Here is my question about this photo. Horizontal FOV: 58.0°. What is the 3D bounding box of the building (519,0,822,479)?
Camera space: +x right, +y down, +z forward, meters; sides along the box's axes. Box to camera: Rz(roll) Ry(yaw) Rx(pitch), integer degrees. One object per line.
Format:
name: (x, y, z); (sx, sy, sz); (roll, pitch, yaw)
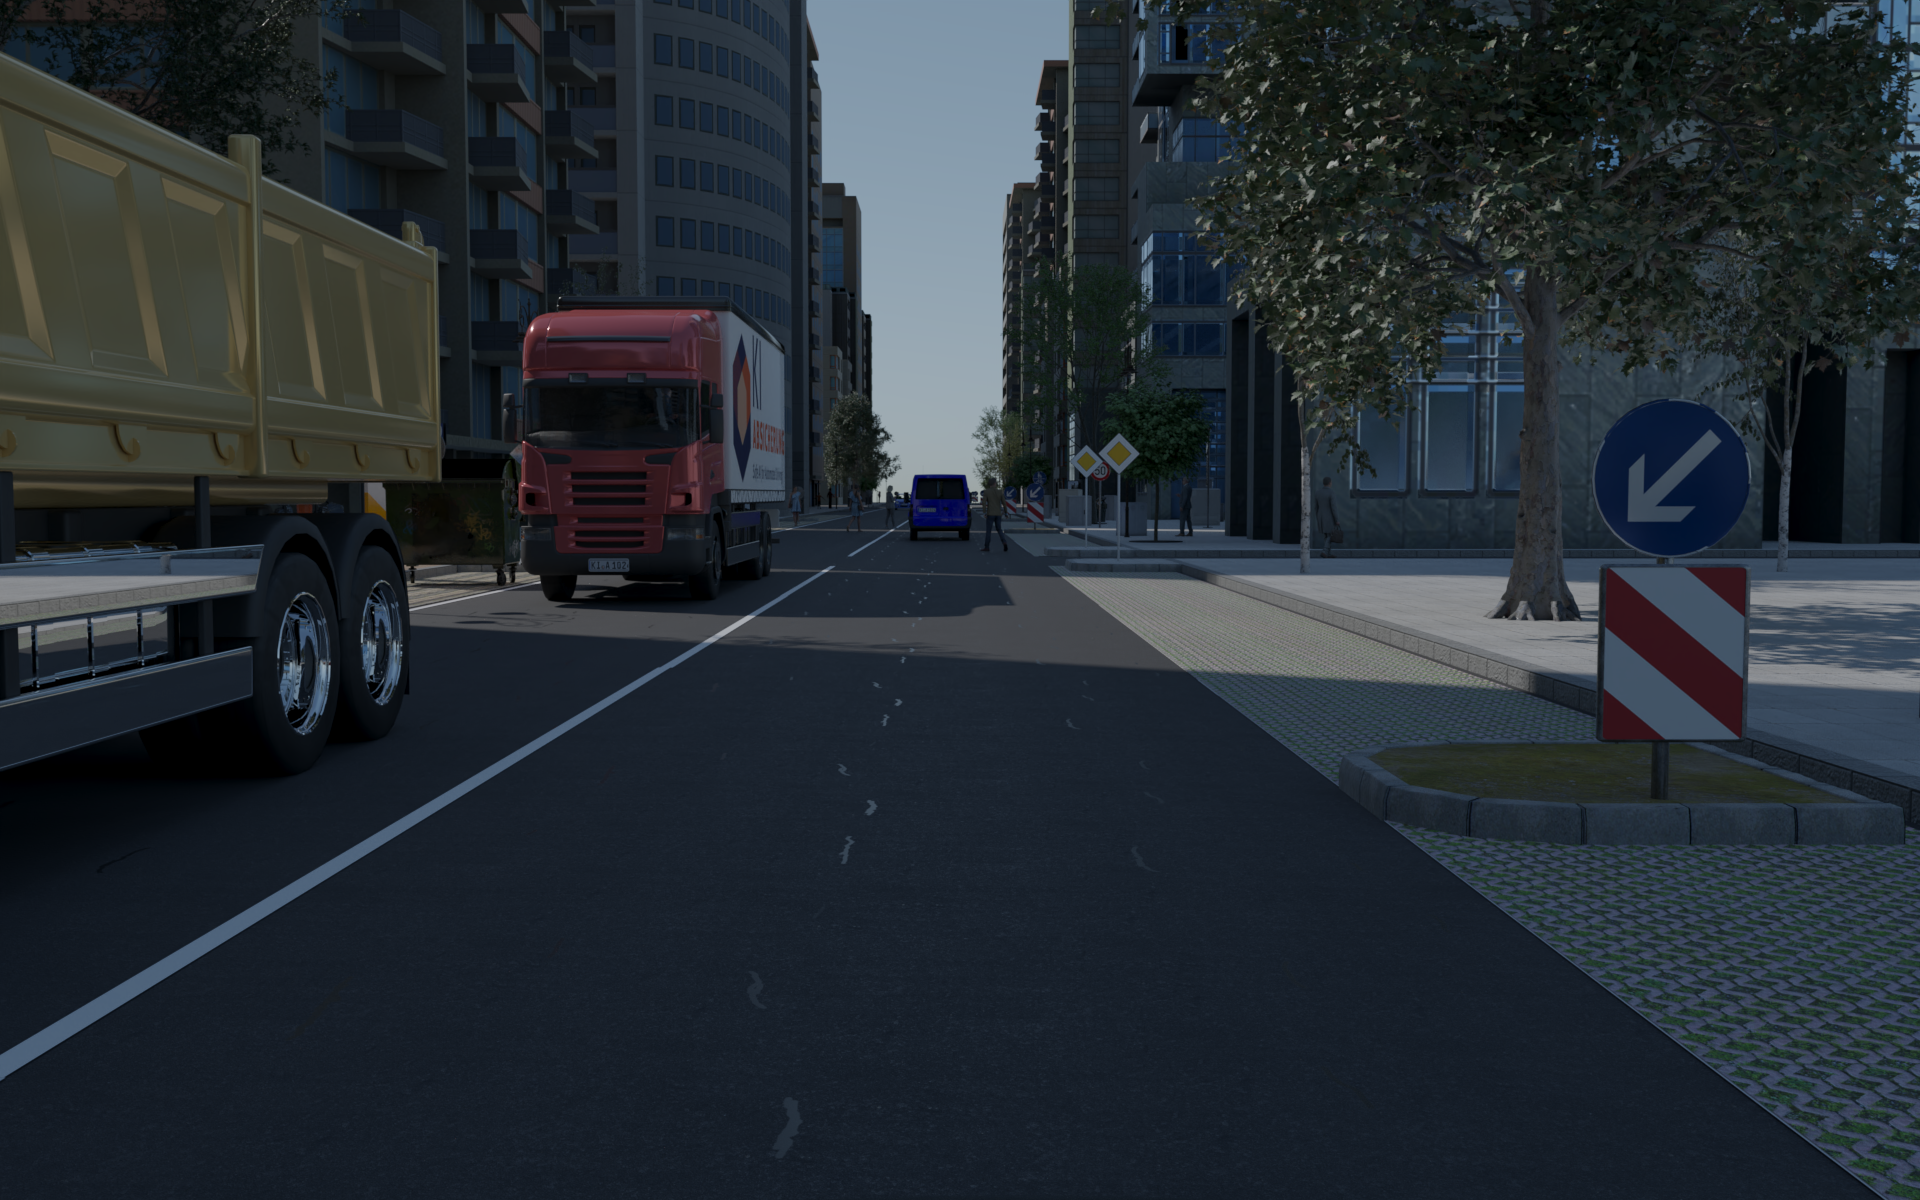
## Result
building: (-24.017, -30.540, 153.957); (22.147, 44.769, 28.867); (0, 4, 0)

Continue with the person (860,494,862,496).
person: (-12.074, -12.016, 202.129); (1.348, 1.869, 0.705); (0, 4, 2)

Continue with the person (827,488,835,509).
person: (-11.401, -8.969, 152.652); (0.705, 1.831, 1.348); (-2, 4, -35)

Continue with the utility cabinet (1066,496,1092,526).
utility cabinet: (4.804, -3.600, 70.020); (1.020, 1.237, 0.306); (-1, 4, -19)

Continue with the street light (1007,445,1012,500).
street light: (4.520, -11.407, 159.285); (0.468, 5.910, 1.993); (0, 4, 0)

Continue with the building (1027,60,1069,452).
building: (18.760, -31.785, 174.302); (22.147, 44.769, 28.867); (0, 4, 0)

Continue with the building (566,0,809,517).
building: (-20.309, -33.992, 97.766); (21.231, 58.520, 28.212); (0, 4, 0)

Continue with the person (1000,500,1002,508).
person: (2.320, -5.875, 105.566); (0.512, 1.701, 0.522); (-1, 4, -10)

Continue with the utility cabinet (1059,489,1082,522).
utility cabinet: (4.918, -4.170, 76.854); (0.318, 1.500, 1.173); (-3, 5, -42)

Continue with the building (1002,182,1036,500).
building: (17.429, -39.183, 264.347); (21.300, 48.544, 21.600); (0, 4, 0)

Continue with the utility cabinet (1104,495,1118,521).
utility cabinet: (7.365, -4.461, 84.091); (0.306, 1.237, 1.020); (-1, 4, -22)

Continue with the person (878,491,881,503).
person: (-12.144, -15.600, 262.035); (0.436, 1.711, 0.756); (3, 5, 39)

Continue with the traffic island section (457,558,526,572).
traffic island section: (-8.179, -0.653, 32.955); (2.009, 0.180, 2.903); (0, 4, 0)

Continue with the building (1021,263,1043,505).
building: (14.582, -27.251, 217.247); (14.160, 30.474, 14.107); (0, 4, 0)

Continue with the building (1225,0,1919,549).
building: (23.660, -45.031, 48.925); (31.000, 86.520, 22.319); (0, 4, 0)

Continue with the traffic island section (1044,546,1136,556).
traffic island section: (3.027, -1.144, 40.985); (2.009, 0.180, 2.903); (0, 4, 0)

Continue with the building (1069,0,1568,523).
building: (18.554, -48.081, 98.798); (22.319, 86.520, 31.000); (0, 4, 0)

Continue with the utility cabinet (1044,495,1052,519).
utility cabinet: (4.614, -4.866, 90.718); (0.306, 1.237, 1.020); (1, 4, 11)

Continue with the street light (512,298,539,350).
street light: (-10.169, -4.174, 41.041); (0.468, 5.910, 1.993); (0, 4, 0)

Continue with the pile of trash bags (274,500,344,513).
pile of trash bags: (-16.855, -2.132, 44.614); (1.912, 1.369, 3.447); (-1, 4, -21)

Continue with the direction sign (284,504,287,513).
direction sign: (-16.004, -3.000, 41.052); (0.876, 3.537, 0.379); (-1, 4, -20)

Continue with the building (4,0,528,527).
building: (-25.540, -24.897, 61.691); (22.147, 44.769, 28.867); (0, 4, 0)

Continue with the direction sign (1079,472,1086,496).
direction sign: (6.596, -6.167, 92.820); (0.379, 3.537, 0.876); (2, 4, 33)

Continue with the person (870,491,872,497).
person: (-12.177, -14.104, 237.445); (0.445, 1.727, 0.742); (1, 4, 20)

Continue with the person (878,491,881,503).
person: (-11.699, -15.061, 253.090); (0.445, 1.727, 0.742); (-3, 5, -44)

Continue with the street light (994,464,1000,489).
street light: (4.272, -14.498, 209.827); (0.468, 5.910, 1.993); (0, 4, 0)

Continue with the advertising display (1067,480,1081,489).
advertising display: (5.267, -4.582, 80.128); (0.123, 1.923, 0.974); (-2, 4, -29)

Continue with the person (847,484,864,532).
person: (-3.930, -3.482, 65.520); (0.616, 1.811, 0.778); (3, 5, 42)

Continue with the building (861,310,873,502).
building: (-20.832, -30.311, 267.277); (14.160, 30.474, 14.107); (0, 4, 0)

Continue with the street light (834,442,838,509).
street light: (-10.694, -10.823, 149.746); (0.468, 5.910, 1.993); (0, 4, 0)

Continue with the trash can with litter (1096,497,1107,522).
trash can with litter: (6.215, -4.131, 78.934); (0.624, 1.170, 1.055); (-3, 4, -37)

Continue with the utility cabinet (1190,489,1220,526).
utility cabinet: (9.860, -3.729, 69.649); (1.173, 1.500, 0.318); (0, 4, -7)

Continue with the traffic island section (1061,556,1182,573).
traffic island section: (3.062, -0.656, 33.000); (2.009, 0.180, 2.903); (0, 4, 0)

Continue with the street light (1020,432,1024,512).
street light: (4.614, -9.407, 126.588); (0.468, 5.910, 1.993); (0, 4, 0)

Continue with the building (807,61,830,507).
building: (-21.345, -32.131, 175.446); (14.600, 45.320, 14.200); (0, 4, 0)

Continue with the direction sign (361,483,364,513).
direction sign: (-14.122, -2.991, 40.897); (0.876, 3.537, 0.379); (2, 4, 35)

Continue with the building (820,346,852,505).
building: (-28.182, -22.751, 217.025); (27.650, 21.520, 28.899); (0, 4, 0)

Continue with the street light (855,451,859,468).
street light: (-10.828, -12.790, 181.896); (0.468, 5.910, 1.993); (0, 4, 0)

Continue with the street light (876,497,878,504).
street light: (-11.156, -15.908, 232.890); (0.468, 5.910, 1.993); (0, 4, 0)

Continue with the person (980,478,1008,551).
person: (0.889, -2.139, 43.378); (0.836, 1.842, 0.656); (3, 5, 41)

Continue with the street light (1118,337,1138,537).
street light: (4.952, -4.796, 51.195); (0.468, 5.910, 1.993); (0, 4, 0)

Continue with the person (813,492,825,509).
person: (-12.115, -8.547, 149.049); (1.065, 1.426, 0.557); (1, 4, 12)

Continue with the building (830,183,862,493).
building: (-21.577, -36.855, 252.693); (14.600, 45.320, 14.200); (0, 4, 0)

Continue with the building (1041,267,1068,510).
building: (21.385, -18.405, 145.956); (27.650, 21.520, 28.899); (0, 4, 0)

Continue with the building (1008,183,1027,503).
building: (17.917, -35.759, 239.278); (22.147, 44.769, 28.867); (0, 4, 0)

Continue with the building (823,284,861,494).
building: (-21.436, -28.535, 238.245); (14.160, 30.474, 14.107); (0, 4, 0)

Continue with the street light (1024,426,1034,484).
street light: (4.720, -8.739, 115.674); (0.468, 5.910, 1.993); (0, 4, 0)

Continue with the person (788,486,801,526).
person: (-7.442, -4.238, 77.888); (0.616, 1.811, 0.778); (0, 4, -8)

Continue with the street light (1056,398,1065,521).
street light: (4.820, -6.770, 83.470); (0.468, 5.910, 1.993); (0, 4, 0)

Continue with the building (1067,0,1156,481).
building: (14.633, -26.928, 123.872); (14.154, 41.232, 14.086); (0, 4, 0)
